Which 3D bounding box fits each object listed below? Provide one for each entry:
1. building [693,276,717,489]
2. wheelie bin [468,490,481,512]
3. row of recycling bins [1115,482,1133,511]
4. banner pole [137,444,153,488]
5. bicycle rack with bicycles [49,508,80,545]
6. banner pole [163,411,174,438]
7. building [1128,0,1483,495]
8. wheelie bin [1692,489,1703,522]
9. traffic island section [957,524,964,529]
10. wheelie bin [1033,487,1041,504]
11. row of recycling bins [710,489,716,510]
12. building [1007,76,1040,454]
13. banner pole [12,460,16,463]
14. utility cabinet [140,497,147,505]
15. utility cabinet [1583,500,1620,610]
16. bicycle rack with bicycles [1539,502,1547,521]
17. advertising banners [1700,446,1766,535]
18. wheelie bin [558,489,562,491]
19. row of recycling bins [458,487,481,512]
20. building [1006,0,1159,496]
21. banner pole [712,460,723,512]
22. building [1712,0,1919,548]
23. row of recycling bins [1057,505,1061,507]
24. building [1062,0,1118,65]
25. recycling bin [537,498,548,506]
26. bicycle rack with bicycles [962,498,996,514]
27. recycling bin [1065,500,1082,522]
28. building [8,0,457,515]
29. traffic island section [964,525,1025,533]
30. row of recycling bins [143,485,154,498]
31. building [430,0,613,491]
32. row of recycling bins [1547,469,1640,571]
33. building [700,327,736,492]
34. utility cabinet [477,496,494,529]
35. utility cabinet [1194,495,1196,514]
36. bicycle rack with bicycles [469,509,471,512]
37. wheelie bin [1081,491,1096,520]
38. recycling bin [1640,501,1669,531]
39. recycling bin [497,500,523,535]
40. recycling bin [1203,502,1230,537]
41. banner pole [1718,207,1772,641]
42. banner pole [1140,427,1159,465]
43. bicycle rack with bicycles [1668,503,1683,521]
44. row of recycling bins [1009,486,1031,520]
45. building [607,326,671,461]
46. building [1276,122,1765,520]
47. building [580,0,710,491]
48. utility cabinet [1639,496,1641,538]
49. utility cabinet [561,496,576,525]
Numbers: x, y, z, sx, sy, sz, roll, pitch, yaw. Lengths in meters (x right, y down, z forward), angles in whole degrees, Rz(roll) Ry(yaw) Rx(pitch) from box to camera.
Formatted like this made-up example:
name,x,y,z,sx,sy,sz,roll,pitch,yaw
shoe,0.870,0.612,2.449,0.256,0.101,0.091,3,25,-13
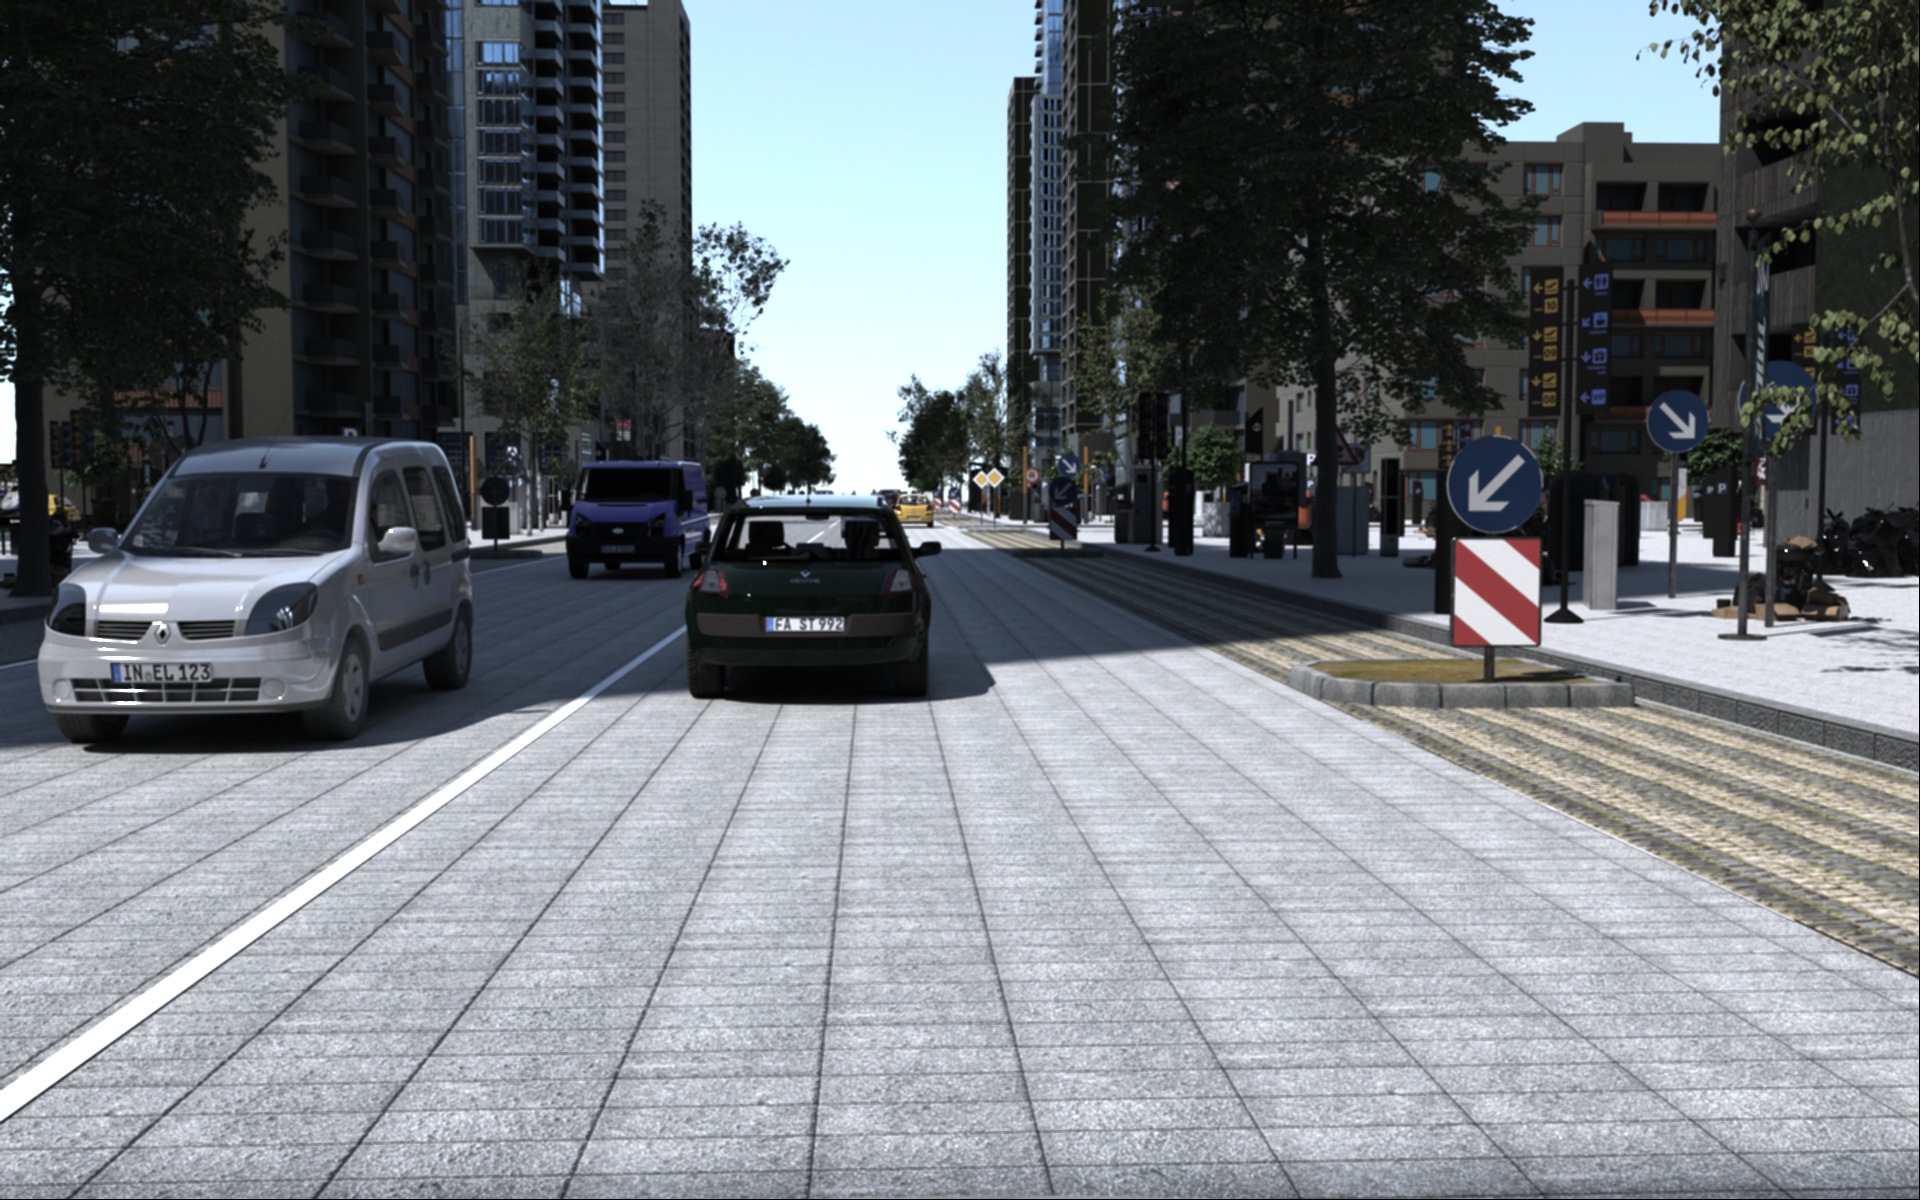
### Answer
name,x,y,z,sx,sy,sz,roll,pitch,yaw
building,-54.503,-35.815,277.459,32.217,40.220,23.993,0,4,-3
wheelie bin,-25.977,-5.190,92.770,0.693,1.594,0.980,-2,4,-32
row of recycling bins,5.971,-3.278,60.715,1.069,1.692,3.534,0,4,8
banner pole,-40.776,-5.905,86.560,0.863,3.779,0.401,-2,4,-31
bicycle rack with bicycles,-23.693,-1.860,43.796,2.852,0.926,2.925,-2,4,-31
banner pole,-23.792,-3.798,52.121,0.401,3.779,0.863,0,4,1
building,25.435,-29.044,129.487,22.147,44.769,28.867,0,4,-3
wheelie bin,34.068,-4.386,79.627,0.693,1.594,0.980,3,4,36
traffic island section,0.926,-3.076,72.569,2.009,0.180,2.903,0,4,-3
wheelie bin,3.800,-4.393,79.727,0.980,1.594,0.693,-1,4,-22
row of recycling bins,-20.232,-8.110,139.712,3.534,1.692,1.069,-1,4,-22
building,16.799,-52.497,296.574,20.563,71.187,20.611,0,4,-3
banner pole,-60.320,-7.398,110.982,0.401,3.779,0.863,2,4,31
utility cabinet,-15.167,-1.354,33.297,1.020,1.237,0.306,0,4,-4
utility cabinet,7.251,-0.515,19.587,0.306,1.237,1.020,1,4,15
bicycle rack with bicycles,26.149,-4.077,80.038,2.925,0.926,2.852,-3,5,-39
advertising banners,24.209,-3.535,53.978,2.074,3.025,0.090,1,4,13
wheelie bin,-23.408,-5.686,100.878,0.693,1.594,0.980,1,4,19
row of recycling bins,-29.551,-5.958,104.523,3.534,1.692,1.069,-2,4,-28
building,19.553,-58.551,269.973,22.319,86.520,31.000,0,4,-3
banner pole,-17.803,-8.398,127.322,0.863,3.779,0.401,0,4,-4
building,24.695,-16.280,37.877,14.160,30.474,14.107,0,4,-3
row of recycling bins,6.246,-6.194,108.392,3.534,1.692,1.069,0,4,7
building,20.729,-46.529,198.998,20.563,71.187,20.611,0,4,-3
recycling bin,-26.734,-5.982,110.362,0.722,1.027,0.722,1,4,16
bicycle rack with bicycles,1.939,-6.095,113.039,2.925,0.926,2.852,1,4,12
recycling bin,5.387,-4.323,83.243,0.722,1.027,0.722,2,4,23
building,-43.976,-27.575,105.471,22.147,44.769,28.867,0,4,-3
traffic island section,1.307,-2.588,64.593,2.009,0.180,2.903,0,4,-3
row of recycling bins,-36.949,-4.595,82.238,3.534,1.692,1.069,0,4,-5
building,-44.012,-51.777,159.226,22.319,86.520,31.000,0,4,-3
row of recycling bins,11.054,-1.415,30.248,1.069,1.692,3.534,2,4,34
building,-46.183,-32.183,297.888,14.160,30.474,14.107,0,4,-3
utility cabinet,-17.093,-3.177,63.108,1.020,1.237,0.306,0,4,5
utility cabinet,14.997,-5.982,108.962,1.020,1.237,0.306,-1,4,-19
bicycle rack with bicycles,-37.593,-6.891,126.043,2.925,0.926,2.852,2,4,26
wheelie bin,6.450,-4.818,86.688,0.693,1.594,0.980,1,4,11
recycling bin,24.087,-2.907,60.081,0.722,1.027,0.722,0,4,3
recycling bin,-14.288,-2.590,54.898,0.722,1.027,0.722,0,4,-6
recycling bin,7.786,-2.418,52.084,0.722,1.027,0.722,-3,5,-45
banner pole,6.886,-1.529,15.013,0.401,3.779,0.863,1,4,12
banner pole,6.236,-4.068,56.532,0.863,3.779,0.401,-1,4,-21
bicycle rack with bicycles,32.778,-4.245,82.783,2.852,0.926,2.925,-1,4,-8
row of recycling bins,2.963,-4.828,86.056,1.069,1.692,3.534,0,4,-4
building,-47.627,-21.181,191.356,27.650,21.520,28.899,0,4,-3
building,35.691,-15.563,99.497,28.899,21.520,27.650,0,4,-3
building,-47.685,-49.867,253.584,20.563,71.187,20.611,0,4,-3
utility cabinet,19.291,-2.405,50.490,0.306,1.237,1.020,-3,5,-42
utility cabinet,-15.924,-3.672,71.199,1.020,1.237,0.306,2,4,29
